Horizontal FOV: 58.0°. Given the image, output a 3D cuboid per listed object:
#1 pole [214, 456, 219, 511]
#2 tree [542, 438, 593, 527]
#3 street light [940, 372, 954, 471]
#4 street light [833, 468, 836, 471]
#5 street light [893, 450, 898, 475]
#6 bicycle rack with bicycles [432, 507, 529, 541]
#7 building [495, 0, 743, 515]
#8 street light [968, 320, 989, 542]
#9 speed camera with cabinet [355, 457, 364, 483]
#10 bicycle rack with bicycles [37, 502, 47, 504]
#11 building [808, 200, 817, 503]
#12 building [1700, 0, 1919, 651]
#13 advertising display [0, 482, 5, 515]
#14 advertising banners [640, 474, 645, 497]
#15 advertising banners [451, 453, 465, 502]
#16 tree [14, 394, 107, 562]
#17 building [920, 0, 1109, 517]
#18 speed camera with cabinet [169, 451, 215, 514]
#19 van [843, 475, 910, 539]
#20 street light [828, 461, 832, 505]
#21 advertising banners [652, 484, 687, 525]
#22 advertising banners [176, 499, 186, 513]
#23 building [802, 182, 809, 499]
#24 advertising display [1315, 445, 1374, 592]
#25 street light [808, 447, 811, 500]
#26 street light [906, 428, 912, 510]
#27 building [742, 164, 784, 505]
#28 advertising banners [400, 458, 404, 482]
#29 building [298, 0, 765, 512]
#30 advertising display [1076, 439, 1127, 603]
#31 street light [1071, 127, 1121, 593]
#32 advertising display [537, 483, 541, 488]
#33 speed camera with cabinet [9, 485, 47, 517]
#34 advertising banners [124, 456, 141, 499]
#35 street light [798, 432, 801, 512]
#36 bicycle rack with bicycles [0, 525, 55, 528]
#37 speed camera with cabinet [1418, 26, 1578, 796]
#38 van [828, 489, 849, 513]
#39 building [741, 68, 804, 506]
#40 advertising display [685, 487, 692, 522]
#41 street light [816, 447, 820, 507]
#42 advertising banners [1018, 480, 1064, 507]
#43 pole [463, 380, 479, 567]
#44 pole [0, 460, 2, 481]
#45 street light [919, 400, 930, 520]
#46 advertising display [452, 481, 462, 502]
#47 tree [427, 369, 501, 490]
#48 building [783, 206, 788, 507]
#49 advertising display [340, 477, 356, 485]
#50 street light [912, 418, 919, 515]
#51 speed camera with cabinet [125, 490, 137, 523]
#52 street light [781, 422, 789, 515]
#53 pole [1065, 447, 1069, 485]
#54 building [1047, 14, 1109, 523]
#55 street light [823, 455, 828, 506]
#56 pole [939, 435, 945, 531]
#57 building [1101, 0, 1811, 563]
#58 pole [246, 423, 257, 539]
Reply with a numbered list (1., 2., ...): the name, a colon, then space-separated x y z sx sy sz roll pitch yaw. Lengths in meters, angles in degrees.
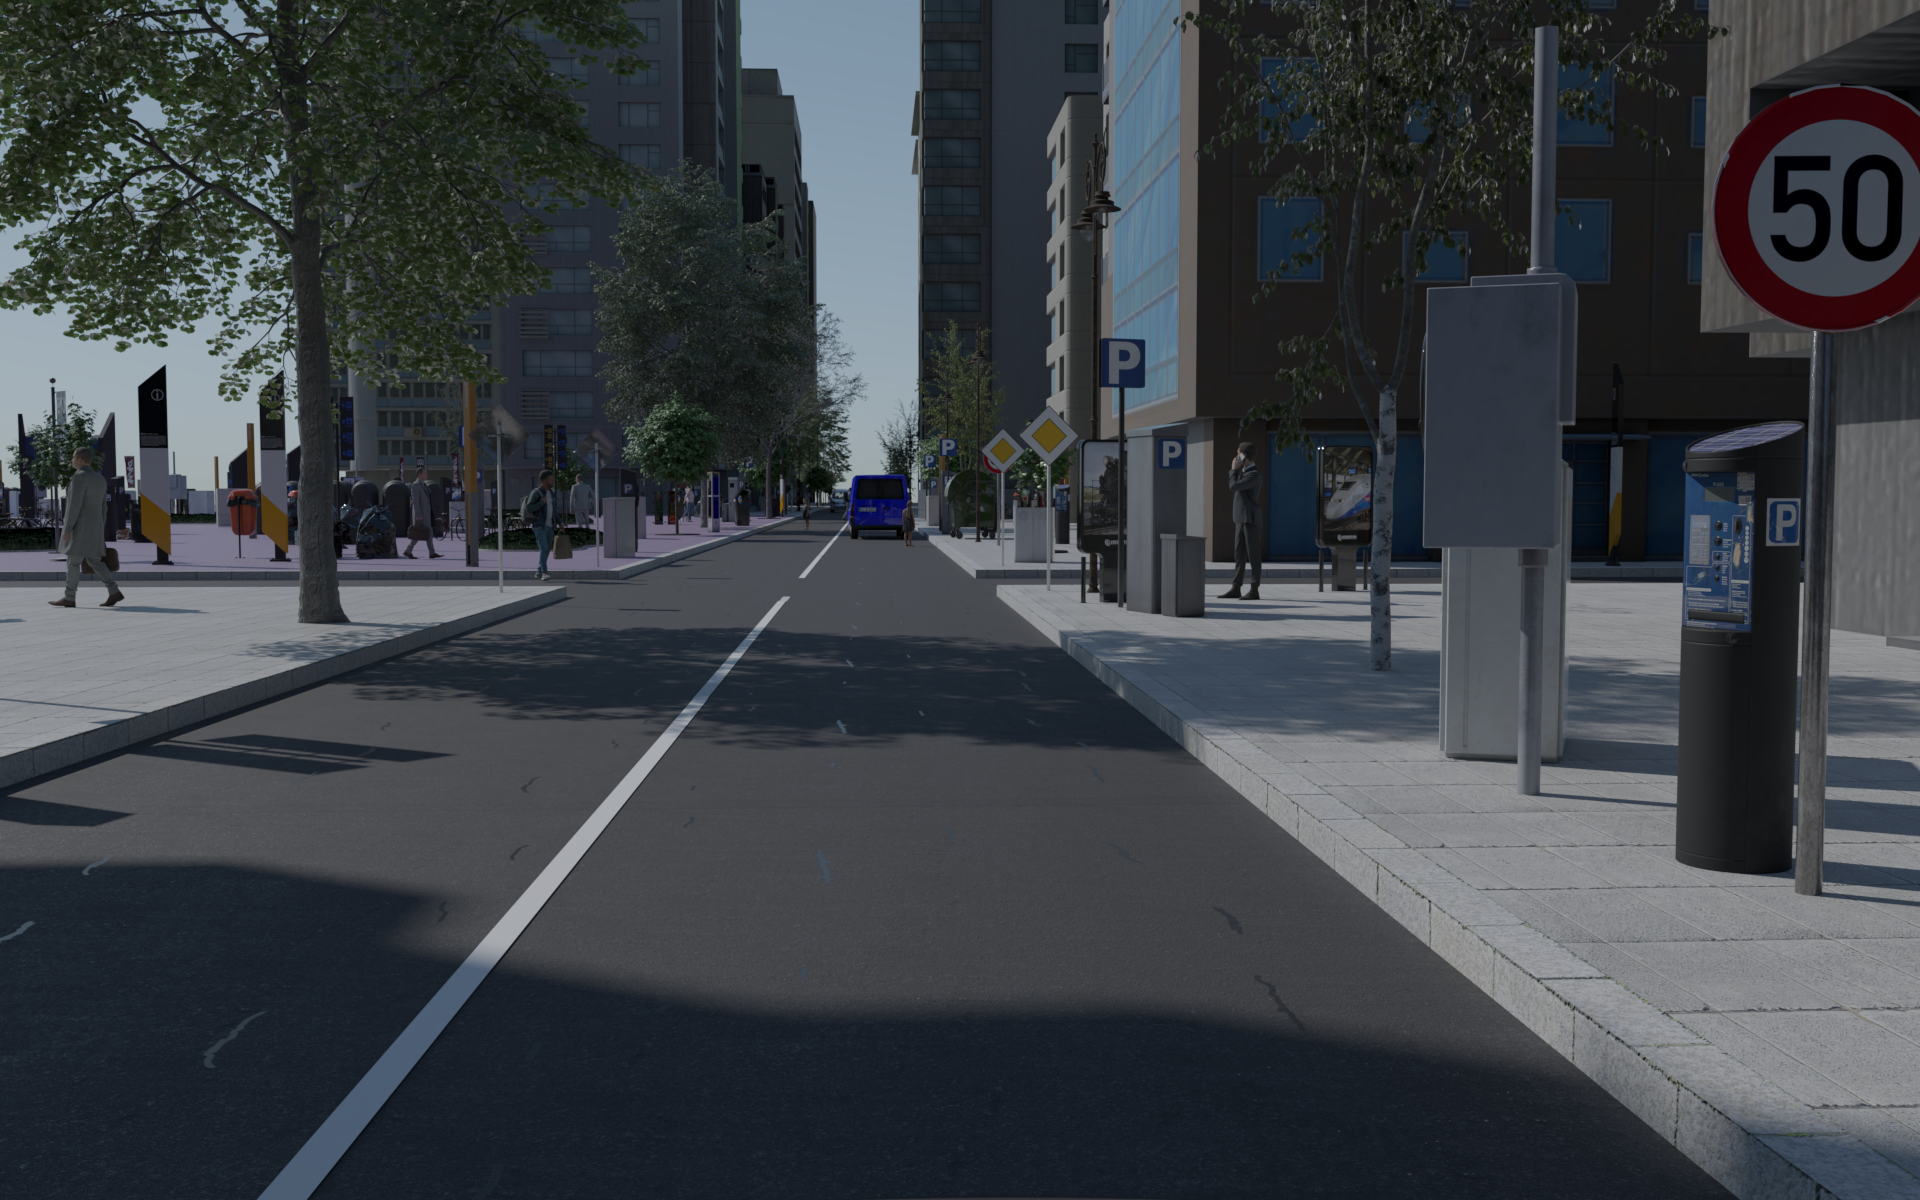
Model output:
1. pole: -40.054 -6.087 93.366 0.158 3.312 0.155 0 3 0
2. tree: -13.363 -3.914 58.600 1.663 3.219 1.824 0 3 0
3. street light: -0.479 -5.670 65.484 0.468 5.910 1.993 0 4 -3
4. street light: -17.055 -15.750 230.296 0.468 5.910 1.993 0 4 -3
5. street light: -6.554 -12.795 181.980 0.468 5.910 1.993 0 4 -3
6. bicycle rack with bicycles: -12.714 -2.090 47.551 2.925 0.926 2.852 3 5 41
7. building: -21.647 -26.229 112.438 14.154 41.232 14.086 0 4 -3
8. street light: 0.486 -4.484 46.108 0.468 5.910 1.993 0 4 -3
9. speed camera with cabinet: -32.355 -5.905 90.879 2.038 3.252 0.660 -1 4 -21
10. bicycle rack with bicycles: -41.685 -4.045 79.521 2.852 0.926 2.925 1 4 12
11. building: -28.285 -37.069 256.187 14.600 45.320 14.200 0 4 -3
12. building: 13.747 -14.752 12.901 14.160 30.474 14.107 0 4 -3
13. advertising display: -51.118 -5.298 91.839 0.974 1.923 0.123 1 4 12
14. advertising banners: -18.989 -6.573 103.661 0.090 3.025 2.074 -1 4 -16
15. advertising banners: -21.459 -4.826 75.093 0.090 3.025 2.074 1 4 16
16. tree: -17.000 -2.377 33.462 1.663 3.219 1.824 0 3 0
17. building: 4.668 -20.024 99.090 14.160 30.474 14.107 0 4 -3
18. speed camera with cabinet: -35.770 -5.273 80.545 2.038 3.252 0.660 0 4 7
19. van: -2.695 -3.208 56.832 2.240 2.365 5.245 0 4 -4
20. street light: -15.999 -14.506 209.965 0.468 5.910 1.993 0 4 -3
21. advertising banners: -12.171 -4.699 73.011 0.090 3.025 2.074 3 4 37
22. advertising banners: -40.172 -5.607 87.857 0.090 3.025 2.074 1 4 23
23. building: -26.497 -32.834 220.435 14.154 41.232 14.086 0 4 -3
24. advertising display: 5.081 -1.080 22.878 0.974 1.923 0.123 -2 4 -35
25. street light: -12.718 -10.611 146.270 0.468 5.910 1.993 0 4 -3
26. street light: -3.487 -9.137 122.179 0.468 5.910 1.993 0 4 -3
27. building: -23.171 -23.197 150.976 14.160 30.474 14.107 0 4 -3
28. advertising banners: -26.852 -5.276 82.453 0.090 3.025 2.074 0 4 5
29. building: -30.955 -26.859 131.024 32.217 40.220 23.993 0 4 -3
30. advertising display: 1.837 -0.934 20.490 0.974 1.923 0.123 -2 4 -24
31. street light: 1.735 -3.031 22.343 0.468 5.910 1.993 0 4 -3
32. advertising display: -25.006 -6.056 104.234 0.974 1.923 0.123 1 4 15
33. speed camera with cabinet: -53.311 -6.407 99.089 0.660 3.252 2.038 1 4 22
34. advertising banners: -37.128 -5.062 78.956 2.074 3.025 0.090 1 4 9
35. street light: -11.730 -9.400 126.478 0.468 5.910 1.993 0 4 -3
36. bicycle rack with bicycles: -26.026 -2.073 47.278 2.925 0.926 2.852 -3 4 -36
37. speed camera with cabinet: 2.562 -0.845 8.158 0.660 3.252 2.038 1 4 21
38. van: -9.253 -7.829 135.018 2.013 2.044 4.112 0 4 -2
39. building: -29.405 -35.327 201.302 21.300 48.544 21.600 0 4 -3
40. advertising display: -12.565 -4.583 80.150 0.123 1.923 0.974 -1 4 -21
41. street light: -13.694 -11.844 166.432 0.468 5.910 1.993 0 4 -3
42. advertising banners: 2.428 -3.339 50.778 0.090 3.025 2.074 -3 5 -41
43. pole: -8.602 -2.239 30.455 0.158 3.312 0.155 0 3 0
44. pole: -57.278 -6.701 103.406 0.158 3.312 0.155 0 3 0
45. street light: -1.633 -6.854 84.851 0.468 5.910 1.993 0 4 -3
46. advertising display: -25.559 -5.021 87.302 0.974 1.923 0.123 0 4 5
47. tree: -28.844 -9.236 101.366 4.360 8.622 3.978 0 3 0
48. building: -23.865 -24.060 165.087 14.160 30.474 14.107 0 4 -3
49. advertising display: -22.761 -3.623 64.454 0.123 1.923 0.974 0 4 7
50. street light: -2.533 -8.119 105.528 0.468 5.910 1.993 0 4 -3
51. speed camera with cabinet: -36.700 -5.070 77.233 2.038 3.252 0.660 -1 4 -22
52. street light: -10.767 -8.215 107.102 0.468 5.910 1.993 0 4 -3
53. pole: 3.897 -4.240 63.174 0.158 3.312 0.155 0 3 0
54. building: 18.774 -13.795 70.593 27.650 21.520 28.899 0 4 -3
55. street light: -15.022 -13.302 190.270 0.468 5.910 1.993 0 4 -3
56. pole: -0.615 -4.011 59.423 0.158 3.312 0.155 0 3 0
57. building: 11.077 -23.717 37.889 14.200 45.320 14.600 0 4 -3
58. pole: -20.347 -3.419 49.750 0.158 3.312 0.155 0 3 0
